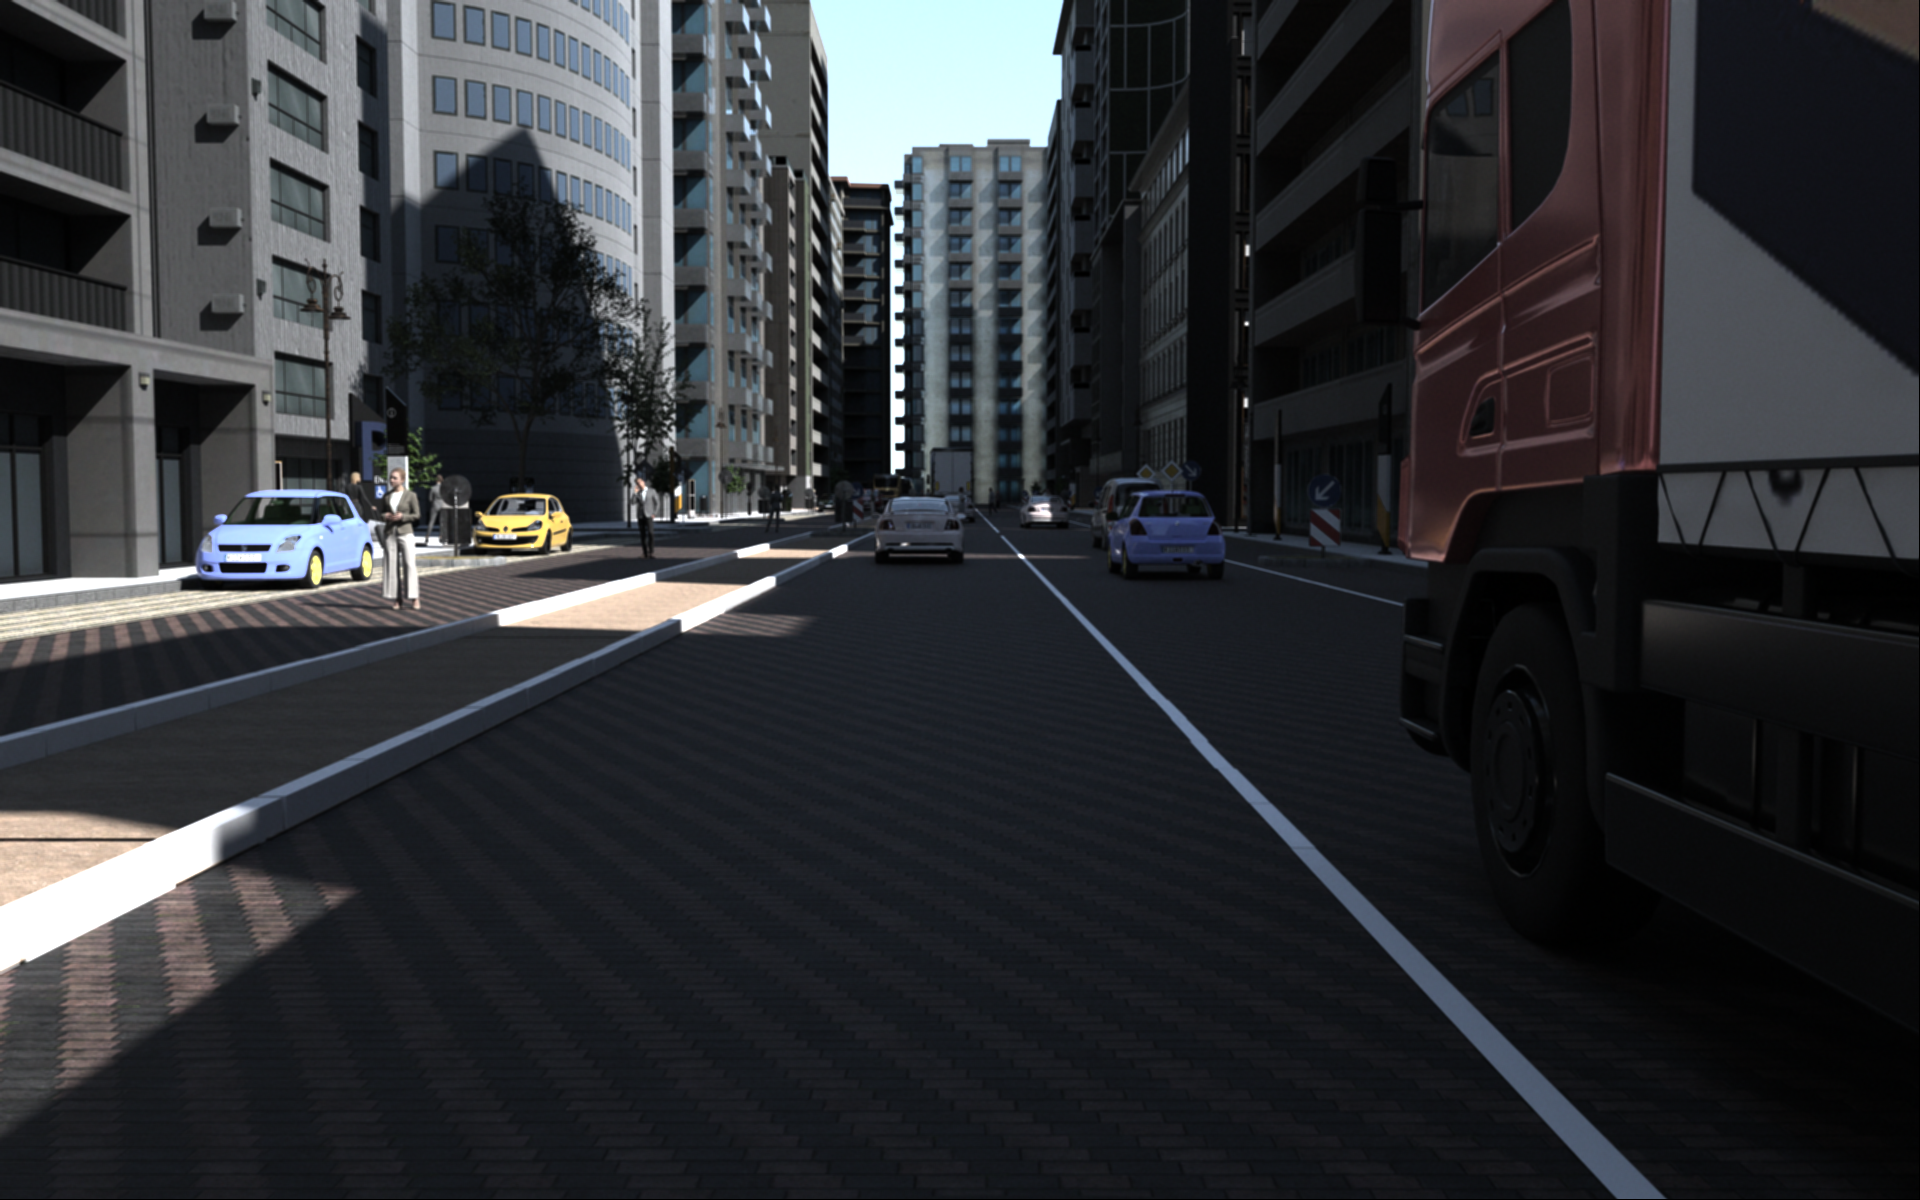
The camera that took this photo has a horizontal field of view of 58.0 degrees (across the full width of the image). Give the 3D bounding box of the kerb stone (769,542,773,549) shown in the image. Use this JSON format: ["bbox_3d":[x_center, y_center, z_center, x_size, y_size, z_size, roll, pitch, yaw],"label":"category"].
[{"bbox_3d":[-5.002,-1.373,44.773,0.120,0.150,1.000,0,3,0],"label":"kerb stone"}]

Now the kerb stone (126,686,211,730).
[{"bbox_3d":[-5.020,0.689,10.929,0.120,0.150,1.000,0,3,0],"label":"kerb stone"}]

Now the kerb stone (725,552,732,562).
[{"bbox_3d":[-4.996,-0.874,36.574,0.120,0.150,1.000,0,3,0],"label":"kerb stone"}]

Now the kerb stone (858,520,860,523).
[{"bbox_3d":[-4.972,-3.671,82.222,0.120,0.150,1.000,0,3,0],"label":"kerb stone"}]

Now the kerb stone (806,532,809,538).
[{"bbox_3d":[-4.989,-2.005,55.020,0.120,0.150,1.000,0,3,0],"label":"kerb stone"}]

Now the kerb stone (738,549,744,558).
[{"bbox_3d":[-5.003,-1.005,38.630,0.120,0.150,1.000,0,3,0],"label":"kerb stone"}]

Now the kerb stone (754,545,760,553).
[{"bbox_3d":[-4.994,-1.193,41.701,0.120,0.150,1.000,0,3,0],"label":"kerb stone"}]

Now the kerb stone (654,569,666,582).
[{"bbox_3d":[-5.005,-0.378,28.381,0.120,0.150,1.000,0,3,0],"label":"kerb stone"}]

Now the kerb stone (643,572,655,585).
[{"bbox_3d":[-5.011,-0.312,27.360,0.120,0.150,1.000,0,3,0],"label":"kerb stone"}]

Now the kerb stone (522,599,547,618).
[{"bbox_3d":[-5.022,0.123,20.180,0.120,0.150,1.000,0,3,0],"label":"kerb stone"}]

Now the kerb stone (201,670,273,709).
[{"bbox_3d":[-5.022,0.626,11.959,0.120,0.150,1.000,0,3,0],"label":"kerb stone"}]

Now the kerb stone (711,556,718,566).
[{"bbox_3d":[-5.006,-0.754,34.522,0.120,0.150,1.000,0,3,0],"label":"kerb stone"}]

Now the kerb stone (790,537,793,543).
[{"bbox_3d":[-4.997,-1.693,49.909,0.120,0.150,1.000,0,3,0],"label":"kerb stone"}]

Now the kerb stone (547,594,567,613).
[{"bbox_3d":[-5.013,0.064,21.210,0.120,0.150,1.000,0,3,0],"label":"kerb stone"}]

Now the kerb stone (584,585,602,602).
[{"bbox_3d":[-5.011,-0.062,23.256,0.120,0.150,1.000,0,3,0],"label":"kerb stone"}]

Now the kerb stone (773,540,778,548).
[{"bbox_3d":[-4.991,-1.443,45.795,0.120,0.150,1.000,0,3,0],"label":"kerb stone"}]

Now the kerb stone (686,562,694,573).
[{"bbox_3d":[-5.011,-0.566,31.449,0.120,0.150,1.000,0,3,0],"label":"kerb stone"}]

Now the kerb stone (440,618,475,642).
[{"bbox_3d":[-5.014,0.311,17.104,0.120,0.150,1.000,0,3,0],"label":"kerb stone"}]

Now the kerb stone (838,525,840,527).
[{"bbox_3d":[-4.976,-2.855,68.873,0.120,0.150,1.000,0,3,0],"label":"kerb stone"}]

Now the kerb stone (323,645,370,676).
[{"bbox_3d":[-5.025,0.507,14.011,0.120,0.150,1.000,0,3,0],"label":"kerb stone"}]

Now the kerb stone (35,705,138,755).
[{"bbox_3d":[-5.019,0.752,9.907,0.120,0.150,1.000,0,3,0],"label":"kerb stone"}]

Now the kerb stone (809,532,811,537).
[{"bbox_3d":[-4.993,-2.069,56.042,0.120,0.150,1.000,0,3,0],"label":"kerb stone"}]

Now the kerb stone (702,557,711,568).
[{"bbox_3d":[-5.007,-0.691,33.499,0.120,0.150,1.000,0,3,0],"label":"kerb stone"}]

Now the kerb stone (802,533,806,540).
[{"bbox_3d":[-4.990,-1.945,53.998,0.120,0.150,1.000,0,3,0],"label":"kerb stone"}]

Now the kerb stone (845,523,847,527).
[{"bbox_3d":[-4.981,-3.106,72.982,0.120,0.150,1.000,0,3,0],"label":"kerb stone"}]

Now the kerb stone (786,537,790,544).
[{"bbox_3d":[-4.990,-1.628,48.880,0.120,0.150,1.000,0,3,0],"label":"kerb stone"}]

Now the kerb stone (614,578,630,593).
[{"bbox_3d":[-5.022,-0.190,25.305,0.120,0.150,1.000,0,3,0],"label":"kerb stone"}]

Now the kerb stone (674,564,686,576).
[{"bbox_3d":[-5.001,-0.503,30.425,0.120,0.150,1.000,0,3,0],"label":"kerb stone"}]

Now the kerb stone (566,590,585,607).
[{"bbox_3d":[-5.014,0.001,22.232,0.120,0.150,1.000,0,3,0],"label":"kerb stone"}]

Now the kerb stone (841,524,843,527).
[{"bbox_3d":[-4.978,-2.980,70.920,0.120,0.150,1.000,0,3,0],"label":"kerb stone"}]

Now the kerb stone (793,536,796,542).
[{"bbox_3d":[-4.998,-1.758,50.931,0.120,0.150,1.000,0,3,0],"label":"kerb stone"}]

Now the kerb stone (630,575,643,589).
[{"bbox_3d":[-5.012,-0.249,26.328,0.120,0.150,1.000,0,3,0],"label":"kerb stone"}]

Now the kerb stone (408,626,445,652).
[{"bbox_3d":[-5.013,0.374,16.082,0.120,0.150,1.000,0,3,0],"label":"kerb stone"}]

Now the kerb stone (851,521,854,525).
[{"bbox_3d":[-4.973,-3.420,78.119,0.120,0.150,1.000,0,3,0],"label":"kerb stone"}]

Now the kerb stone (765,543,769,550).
[{"bbox_3d":[-4.995,-1.318,43.747,0.120,0.150,1.000,0,3,0],"label":"kerb stone"}]

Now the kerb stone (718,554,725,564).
[{"bbox_3d":[-5.004,-0.816,35.544,0.120,0.150,1.000,0,3,0],"label":"kerb stone"}]

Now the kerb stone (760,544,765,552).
[{"bbox_3d":[-4.998,-1.256,42.725,0.120,0.150,1.000,0,3,0],"label":"kerb stone"}]

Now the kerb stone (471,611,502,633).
[{"bbox_3d":[-5.016,0.248,18.136,0.120,0.150,1.000,0,3,0],"label":"kerb stone"}]

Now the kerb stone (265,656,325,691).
[{"bbox_3d":[-5.022,0.563,12.983,0.120,0.150,1.000,0,3,0],"label":"kerb stone"}]

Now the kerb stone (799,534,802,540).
[{"bbox_3d":[-5.002,-1.883,52.976,0.120,0.150,1.000,0,3,0],"label":"kerb stone"}]

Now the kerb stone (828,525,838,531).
[{"bbox_3d":[-4.979,-2.791,67.850,0.120,0.150,1.000,0,3,0],"label":"kerb stone"}]

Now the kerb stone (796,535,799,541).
[{"bbox_3d":[-5.002,-1.816,51.954,0.120,0.150,1.000,0,3,0],"label":"kerb stone"}]

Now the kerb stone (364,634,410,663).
[{"bbox_3d":[-5.025,0.437,15.049,0.120,0.150,1.000,0,3,0],"label":"kerb stone"}]

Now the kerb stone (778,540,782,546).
[{"bbox_3d":[-5.002,-1.501,46.826,0.120,0.150,1.000,0,3,0],"label":"kerb stone"}]

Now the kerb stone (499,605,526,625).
[{"bbox_3d":[-5.018,0.186,19.158,0.120,0.150,1.000,0,3,0],"label":"kerb stone"}]

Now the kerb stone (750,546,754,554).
[{"bbox_3d":[-5.008,-1.130,40.679,0.120,0.150,1.000,0,3,0],"label":"kerb stone"}]

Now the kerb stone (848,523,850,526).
[{"bbox_3d":[-4.979,-3.231,75.027,0.120,0.150,1.000,0,3,0],"label":"kerb stone"}]

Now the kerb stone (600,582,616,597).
[{"bbox_3d":[-5.019,-0.122,24.278,0.120,0.150,1.000,0,3,0],"label":"kerb stone"}]

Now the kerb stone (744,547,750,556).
[{"bbox_3d":[-4.999,-1.068,39.657,0.120,0.150,1.000,0,3,0],"label":"kerb stone"}]

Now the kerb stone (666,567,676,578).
[{"bbox_3d":[-5.013,-0.436,29.403,0.120,0.150,1.000,0,3,0],"label":"kerb stone"}]

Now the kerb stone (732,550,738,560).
[{"bbox_3d":[-5.000,-0.942,37.595,0.120,0.150,1.000,0,3,0],"label":"kerb stone"}]

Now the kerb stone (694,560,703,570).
[{"bbox_3d":[-5.011,-0.625,32.474,0.120,0.150,1.000,0,3,0],"label":"kerb stone"}]

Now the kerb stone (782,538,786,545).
[{"bbox_3d":[-4.995,-1.569,47.847,0.120,0.150,1.000,0,3,0],"label":"kerb stone"}]
